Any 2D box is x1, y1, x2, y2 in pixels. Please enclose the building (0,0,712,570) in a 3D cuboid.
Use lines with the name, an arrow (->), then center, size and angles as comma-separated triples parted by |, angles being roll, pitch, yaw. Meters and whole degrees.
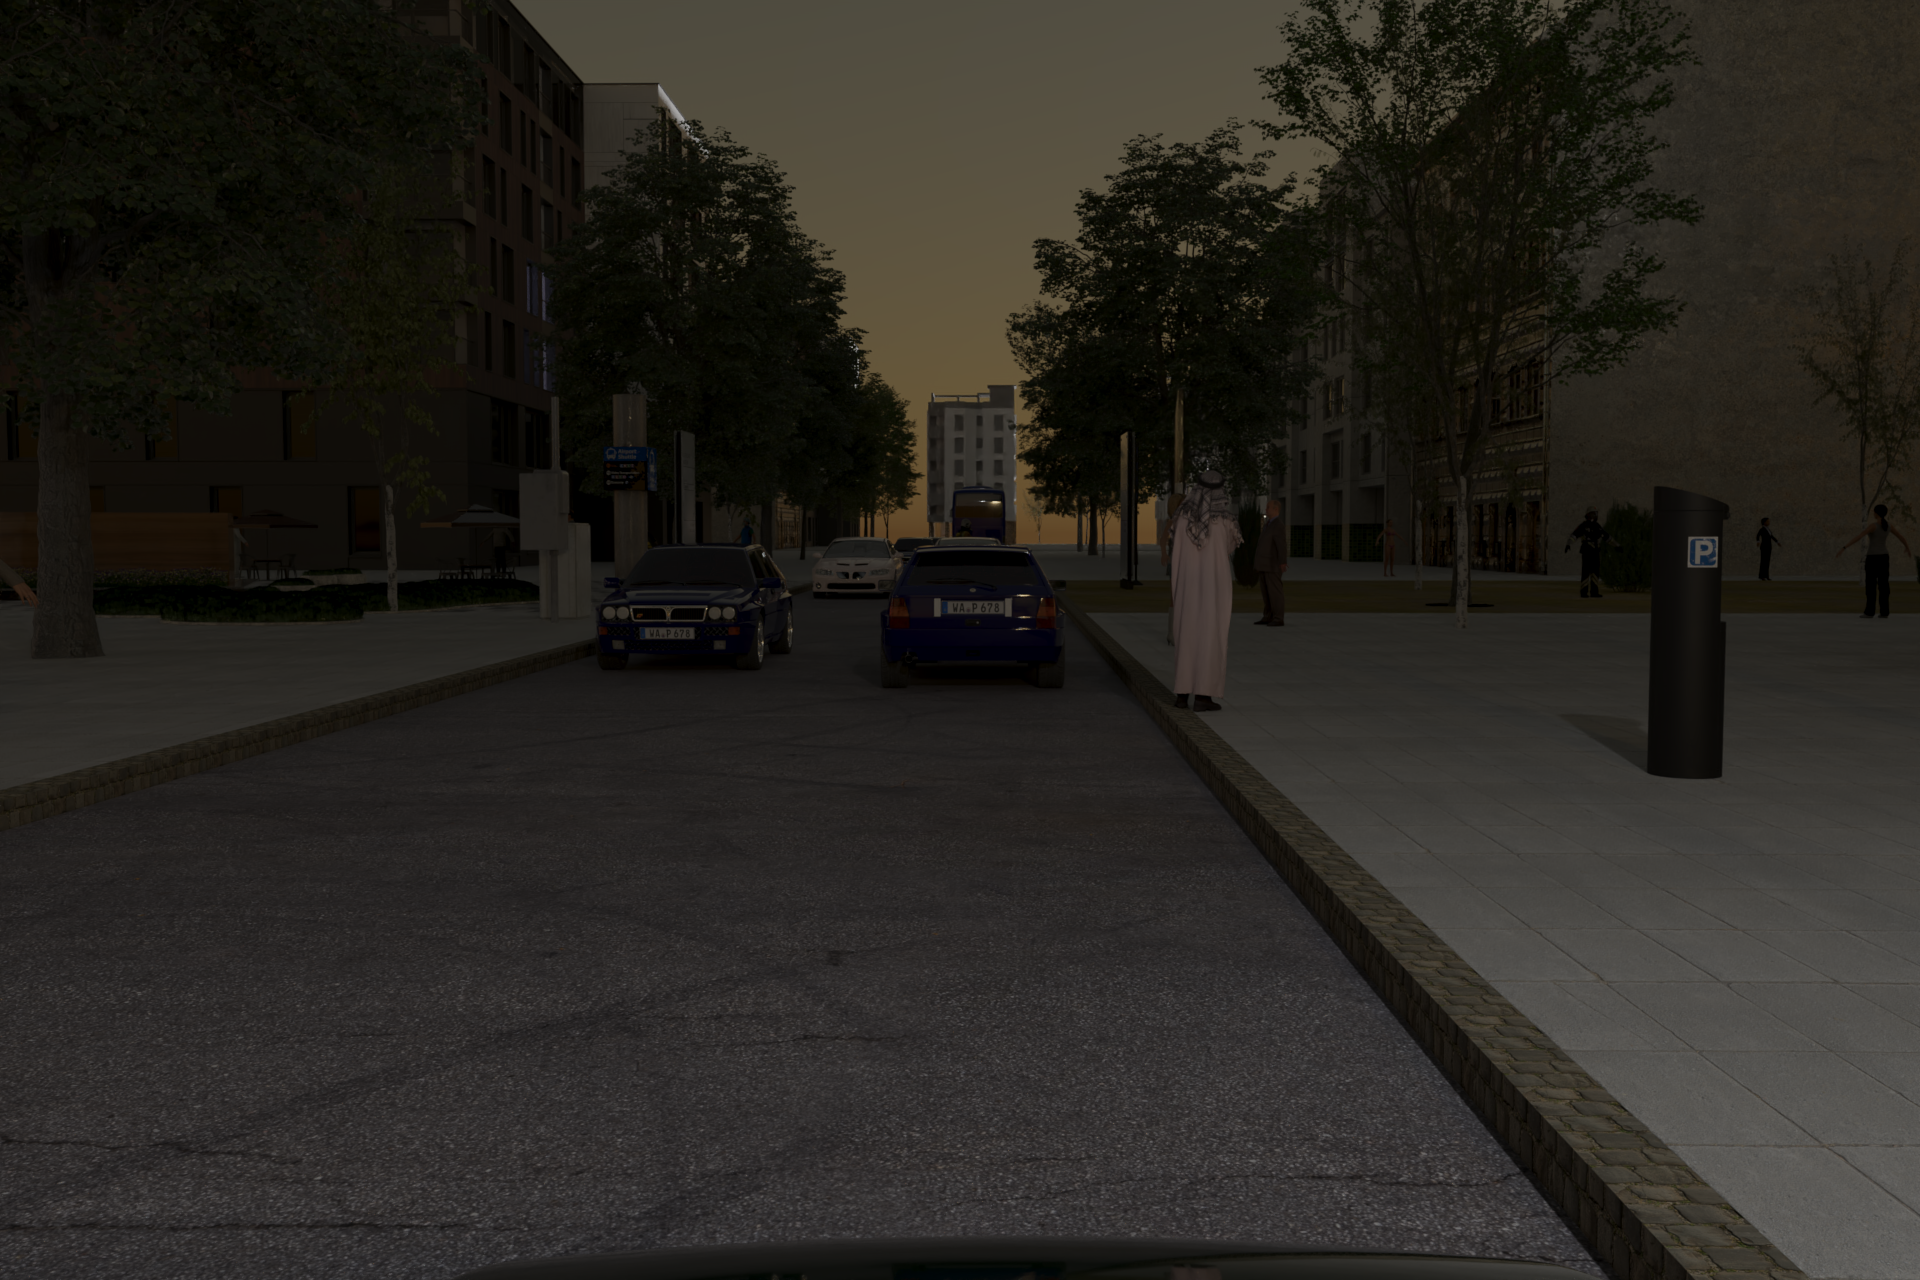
building -> -27.569, -14.246, 76.901 | 27.936, 21.610, 32.646 | 0, 4, 1

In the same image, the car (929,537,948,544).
car -> -0.993, -3.069, 62.754 | 1.945, 1.354, 3.894 | 0, 4, 1

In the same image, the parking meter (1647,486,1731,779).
parking meter -> 3.866, -0.048, 9.198 | 0.372, 1.533, 0.369 | 0, 3, 0

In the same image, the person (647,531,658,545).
person -> -11.233, -3.342, 60.572 | 1.347, 1.837, 0.705 | -1, 4, -21

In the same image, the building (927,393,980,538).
building -> -3.854, -22.305, 223.567 | 11.380, 20.090, 16.016 | 0, 4, -3

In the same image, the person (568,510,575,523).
person -> -8.401, -1.893, 37.225 | 0.705, 1.796, 1.348 | 0, 4, -4

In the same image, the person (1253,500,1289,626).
person -> 4.331, -1.078, 24.225 | 0.434, 1.755, 0.990 | -1, 4, -11

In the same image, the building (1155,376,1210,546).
building -> 28.159, -21.198, 203.013 | 16.016, 20.090, 11.380 | 0, 4, 2

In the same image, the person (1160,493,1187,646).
person -> 2.594, -0.812, 19.887 | 0.721, 1.753, 1.214 | 2, 4, 33

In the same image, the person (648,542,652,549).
person -> -8.029, -2.283, 43.299 | 0.705, 1.833, 1.349 | -2, 4, -30

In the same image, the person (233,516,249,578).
person -> -21.244, -2.731, 50.841 | 0.705, 1.806, 1.347 | -3, 5, -44

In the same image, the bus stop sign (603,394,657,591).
bus stop sign -> -6.258, -2.684, 32.897 | 0.837, 3.901, 0.837 | 0, 4, 2

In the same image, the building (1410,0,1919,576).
building -> 27.571, -14.104, 61.528 | 19.493, 23.208, 18.063 | 0, 4, 2

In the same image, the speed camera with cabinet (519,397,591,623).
speed camera with cabinet -> -6.015, -1.922, 25.757 | 0.660, 3.252, 2.038 | 0, 4, 1

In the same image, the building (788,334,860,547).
building -> -25.286, -20.385, 177.271 | 27.936, 21.610, 32.646 | 0, 4, 1

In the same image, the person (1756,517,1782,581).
person -> 22.284, -2.509, 47.751 | 1.216, 1.740, 0.721 | -3, 4, -37

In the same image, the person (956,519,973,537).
person -> 0.180, -2.442, 48.149 | 0.705, 1.858, 1.354 | -2, 4, -28

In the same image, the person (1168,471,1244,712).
person -> 1.787, -0.362, 12.626 | 0.551, 1.740, 0.621 | 0, 4, 8

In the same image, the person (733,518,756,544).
person -> -7.002, -3.087, 56.603 | 0.704, 1.817, 1.347 | -3, 5, -40

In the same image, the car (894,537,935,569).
car -> -1.482, -2.705, 56.815 | 1.945, 1.354, 3.894 | 0, 4, 1

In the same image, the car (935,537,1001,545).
car -> 0.180, -1.457, 36.180 | 2.083, 1.381, 4.827 | 0, 4, 1

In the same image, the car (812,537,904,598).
car -> -2.312, -1.696, 40.093 | 2.083, 1.381, 4.827 | 0, 4, 2

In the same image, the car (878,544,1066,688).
car -> 0.124, -0.297, 17.434 | 1.945, 1.354, 3.894 | 0, 4, 0

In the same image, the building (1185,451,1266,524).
building -> 27.622, -14.242, 175.007 | 9.099, 9.664, 28.070 | 0, 4, 1

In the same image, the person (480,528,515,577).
person -> -13.718, -2.779, 51.570 | 1.348, 1.813, 0.705 | 2, 4, 28

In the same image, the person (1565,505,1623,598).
person -> 12.738, -1.783, 34.925 | 1.354, 1.856, 0.705 | -1, 4, -17

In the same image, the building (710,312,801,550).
building -> -24.218, -19.593, 151.273 | 19.493, 23.208, 18.063 | 0, 4, 1

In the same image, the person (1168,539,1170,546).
person -> 7.223, -3.010, 55.404 | 1.347, 1.806, 0.705 | -1, 4, -19

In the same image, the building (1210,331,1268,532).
building -> 28.006, -18.411, 157.436 | 16.016, 20.090, 11.380 | 0, 4, 1

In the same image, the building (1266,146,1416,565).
building -> 26.363, -13.493, 87.076 | 16.747, 18.905, 31.486 | 0, 4, 1

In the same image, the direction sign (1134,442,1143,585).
direction sign -> 4.407, -3.137, 43.292 | 0.379, 3.537, 0.876 | 0, 4, 1

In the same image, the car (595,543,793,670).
car -> -2.914, -0.421, 19.457 | 1.945, 1.354, 3.894 | 0, 4, 2

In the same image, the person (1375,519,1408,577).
person -> 13.004, -2.778, 52.227 | 1.217, 1.733, 0.721 | -2, 4, -26
